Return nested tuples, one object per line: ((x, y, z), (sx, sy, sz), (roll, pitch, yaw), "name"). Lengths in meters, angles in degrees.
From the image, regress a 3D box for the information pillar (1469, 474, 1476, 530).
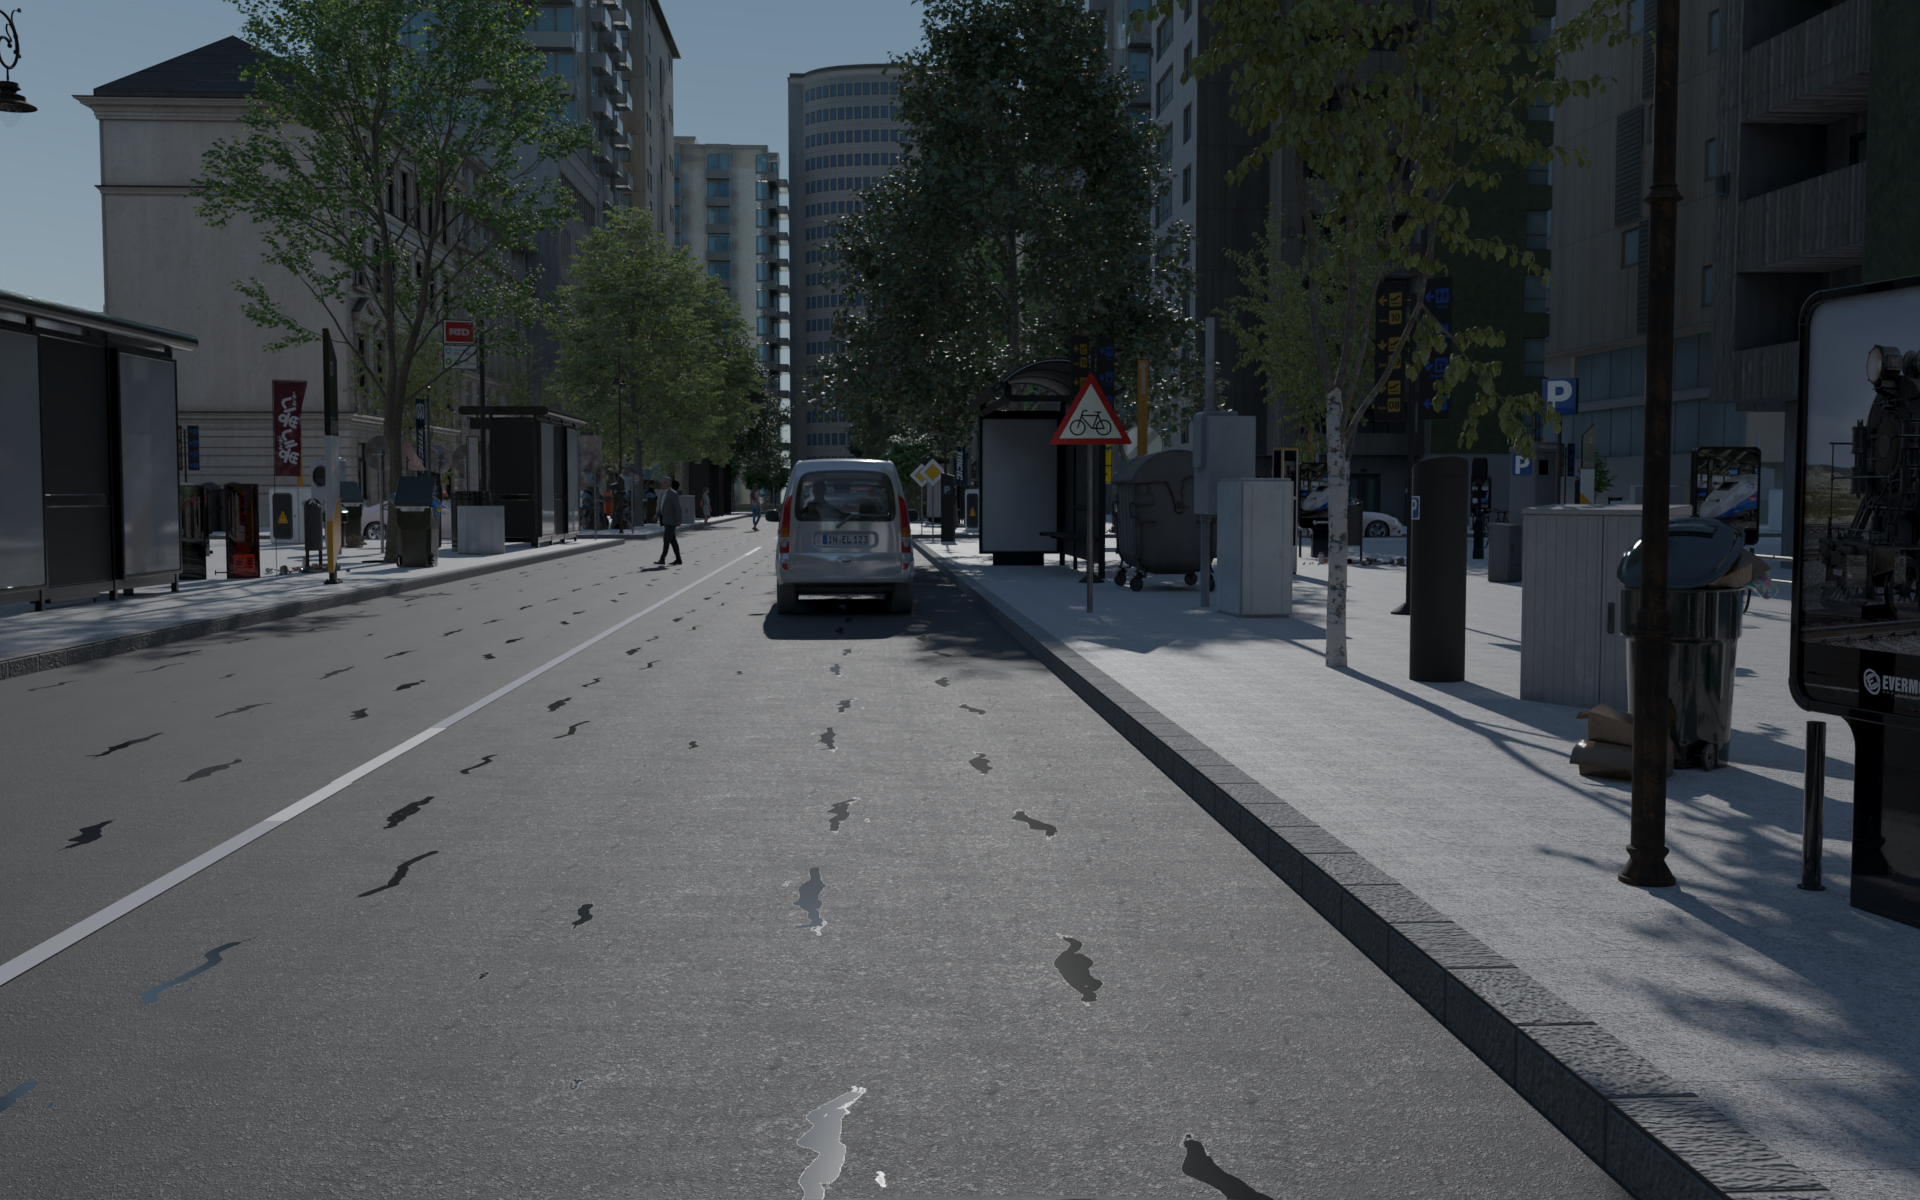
((18.473, -3.523, 62.090), (0.304, 2.012, 0.304), (0, 4, -2), "information pillar")

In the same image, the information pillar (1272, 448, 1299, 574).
((5.197, -1.420, 27.707), (0.304, 2.012, 0.304), (-1, 4, -21), "information pillar")

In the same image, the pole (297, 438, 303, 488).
((-24.162, -4.255, 63.407), (0.158, 3.312, 0.155), (0, 3, 0), "pole")

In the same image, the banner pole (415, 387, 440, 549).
((-12.413, -3.066, 40.152), (0.401, 3.779, 0.863), (1, 4, 9), "banner pole")

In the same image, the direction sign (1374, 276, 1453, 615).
((4.794, -1.615, 18.398), (0.876, 3.537, 0.379), (3, 5, 43), "direction sign")

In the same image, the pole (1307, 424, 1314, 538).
((10.159, -3.446, 50.190), (0.158, 3.312, 0.155), (0, 3, 0), "pole")

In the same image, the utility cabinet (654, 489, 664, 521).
((-14.539, -4.575, 83.488), (1.173, 1.500, 0.318), (-2, 4, -28), "utility cabinet")

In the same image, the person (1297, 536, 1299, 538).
((10.594, -2.789, 54.771), (0.731, 1.740, 0.598), (0, 4, 8), "person")

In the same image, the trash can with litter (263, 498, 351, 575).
((-10.872, -1.060, 28.394), (1.678, 1.210, 2.233), (0, 4, 4), "trash can with litter")

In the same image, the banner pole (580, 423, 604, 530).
((-13.003, -4.350, 61.140), (0.863, 3.779, 0.401), (1, 4, 9), "banner pole")

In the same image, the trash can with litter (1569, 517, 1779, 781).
((3.288, 0.207, 8.007), (0.624, 1.170, 1.055), (3, 5, 43), "trash can with litter")

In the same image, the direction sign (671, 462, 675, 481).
((-17.675, -7.037, 107.050), (0.379, 3.537, 0.876), (-2, 4, -32), "direction sign")

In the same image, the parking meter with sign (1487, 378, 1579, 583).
((8.445, -1.795, 25.603), (1.738, 3.016, 0.543), (-3, 5, -43), "parking meter with sign")

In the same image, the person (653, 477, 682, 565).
((-5.927, -1.590, 34.893), (0.661, 1.777, 0.834), (3, 5, 41), "person")

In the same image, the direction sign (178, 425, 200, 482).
((-25.558, -3.987, 57.181), (0.876, 3.537, 0.379), (-1, 4, -9), "direction sign")

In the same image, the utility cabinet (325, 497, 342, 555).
((-13.386, -1.582, 37.024), (0.306, 1.237, 1.020), (-1, 4, -22), "utility cabinet")

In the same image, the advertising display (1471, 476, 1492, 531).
((18.256, -3.392, 60.673), (0.123, 1.923, 0.974), (-1, 4, -20), "advertising display")

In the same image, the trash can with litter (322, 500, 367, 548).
((-14.719, -1.839, 41.461), (1.055, 1.170, 0.624), (1, 4, 10), "trash can with litter")

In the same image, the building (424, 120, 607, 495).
((-32.070, -18.459, 119.825), (12.078, 24.808, 19.932), (0, 4, -3), "building")

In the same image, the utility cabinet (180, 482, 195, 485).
((-13.931, -1.373, 31.126), (0.318, 1.500, 1.173), (-2, 4, -29), "utility cabinet")

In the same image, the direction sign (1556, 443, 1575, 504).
((27.113, -5.235, 77.587), (0.876, 3.537, 0.379), (-1, 4, -11), "direction sign")

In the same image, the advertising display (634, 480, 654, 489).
((-14.025, -4.375, 76.749), (0.974, 1.923, 0.123), (-2, 4, -31), "advertising display")

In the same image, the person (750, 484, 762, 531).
((-7.929, -3.602, 67.397), (0.555, 1.821, 0.388), (2, 4, 27), "person")

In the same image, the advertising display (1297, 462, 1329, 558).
((7.301, -1.826, 35.067), (0.974, 1.923, 0.123), (-1, 4, -11), "advertising display")

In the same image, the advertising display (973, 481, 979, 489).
((0.913, -4.983, 86.684), (0.123, 1.923, 0.974), (-1, 4, -22), "advertising display")

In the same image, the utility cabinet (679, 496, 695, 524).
((-12.036, -3.915, 75.168), (1.020, 1.237, 0.306), (0, 4, -1), "utility cabinet")

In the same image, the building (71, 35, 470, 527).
((-28.727, -12.895, 75.453), (10.561, 19.102, 19.286), (0, 4, -3), "building")

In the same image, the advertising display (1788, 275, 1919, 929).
((2.855, 0.003, 5.165), (0.123, 1.923, 0.974), (-1, 4, -12), "advertising display")

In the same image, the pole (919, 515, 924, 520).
((-1.912, -5.641, 86.073), (0.158, 3.312, 0.155), (0, 3, 0), "pole")

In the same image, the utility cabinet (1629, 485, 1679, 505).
((17.520, -2.143, 43.722), (1.173, 1.500, 0.318), (0, 4, -7), "utility cabinet")

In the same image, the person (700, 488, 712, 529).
((-10.483, -3.793, 71.513), (0.522, 1.701, 0.512), (-2, 4, -33), "person")

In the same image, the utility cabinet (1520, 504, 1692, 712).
((3.850, 0.046, 10.408), (0.306, 1.237, 1.020), (-2, 4, -29), "utility cabinet")

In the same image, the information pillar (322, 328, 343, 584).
((-8.967, -2.041, 24.726), (0.183, 3.616, 0.504), (0, 4, -7), "information pillar")

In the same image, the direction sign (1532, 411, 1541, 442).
((15.783, -3.397, 47.539), (0.379, 3.537, 0.876), (0, 4, 6), "direction sign")

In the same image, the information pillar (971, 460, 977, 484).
((0.920, -7.769, 118.371), (0.504, 3.616, 0.183), (0, 4, 1), "information pillar")

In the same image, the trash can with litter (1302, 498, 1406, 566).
((7.346, -1.241, 31.349), (2.233, 1.210, 1.678), (3, 5, 40), "trash can with litter")

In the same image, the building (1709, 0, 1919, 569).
((19.674, -15.578, 26.404), (14.160, 30.474, 14.107), (0, 4, -3), "building")

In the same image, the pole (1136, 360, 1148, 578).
((2.786, -1.996, 26.480), (0.158, 3.312, 0.155), (0, 3, 0), "pole")

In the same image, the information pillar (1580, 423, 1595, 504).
((20.786, -4.036, 57.338), (0.504, 3.616, 0.183), (-1, 4, -17), "information pillar")

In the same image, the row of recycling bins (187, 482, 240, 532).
((-26.059, -3.178, 59.068), (3.534, 1.692, 1.069), (0, 4, 4), "row of recycling bins")

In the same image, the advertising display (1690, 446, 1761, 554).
((10.413, -1.124, 23.588), (0.974, 1.923, 0.123), (-1, 4, -9), "advertising display")

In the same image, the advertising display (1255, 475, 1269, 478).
((10.161, -3.335, 59.738), (0.974, 1.923, 0.123), (2, 4, 26), "advertising display")

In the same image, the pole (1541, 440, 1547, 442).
((22.113, -4.394, 65.692), (0.158, 3.312, 0.155), (0, 3, 0), "pole")

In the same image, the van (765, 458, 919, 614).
((-1.496, -0.925, 22.132), (2.013, 2.044, 4.112), (0, 4, -5), "van")

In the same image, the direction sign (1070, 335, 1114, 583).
((1.908, -2.018, 24.987), (0.876, 3.537, 0.379), (-3, 5, -42), "direction sign")

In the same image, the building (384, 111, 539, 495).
((-32.617, -15.663, 97.887), (13.314, 21.916, 24.055), (0, 4, -3), "building")

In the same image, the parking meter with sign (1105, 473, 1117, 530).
((5.967, -4.016, 61.920), (1.738, 3.016, 0.543), (-1, 4, -16), "parking meter with sign")

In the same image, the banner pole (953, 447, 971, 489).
((0.135, -4.332, 60.840), (0.863, 3.779, 0.401), (-1, 4, -19), "banner pole")
